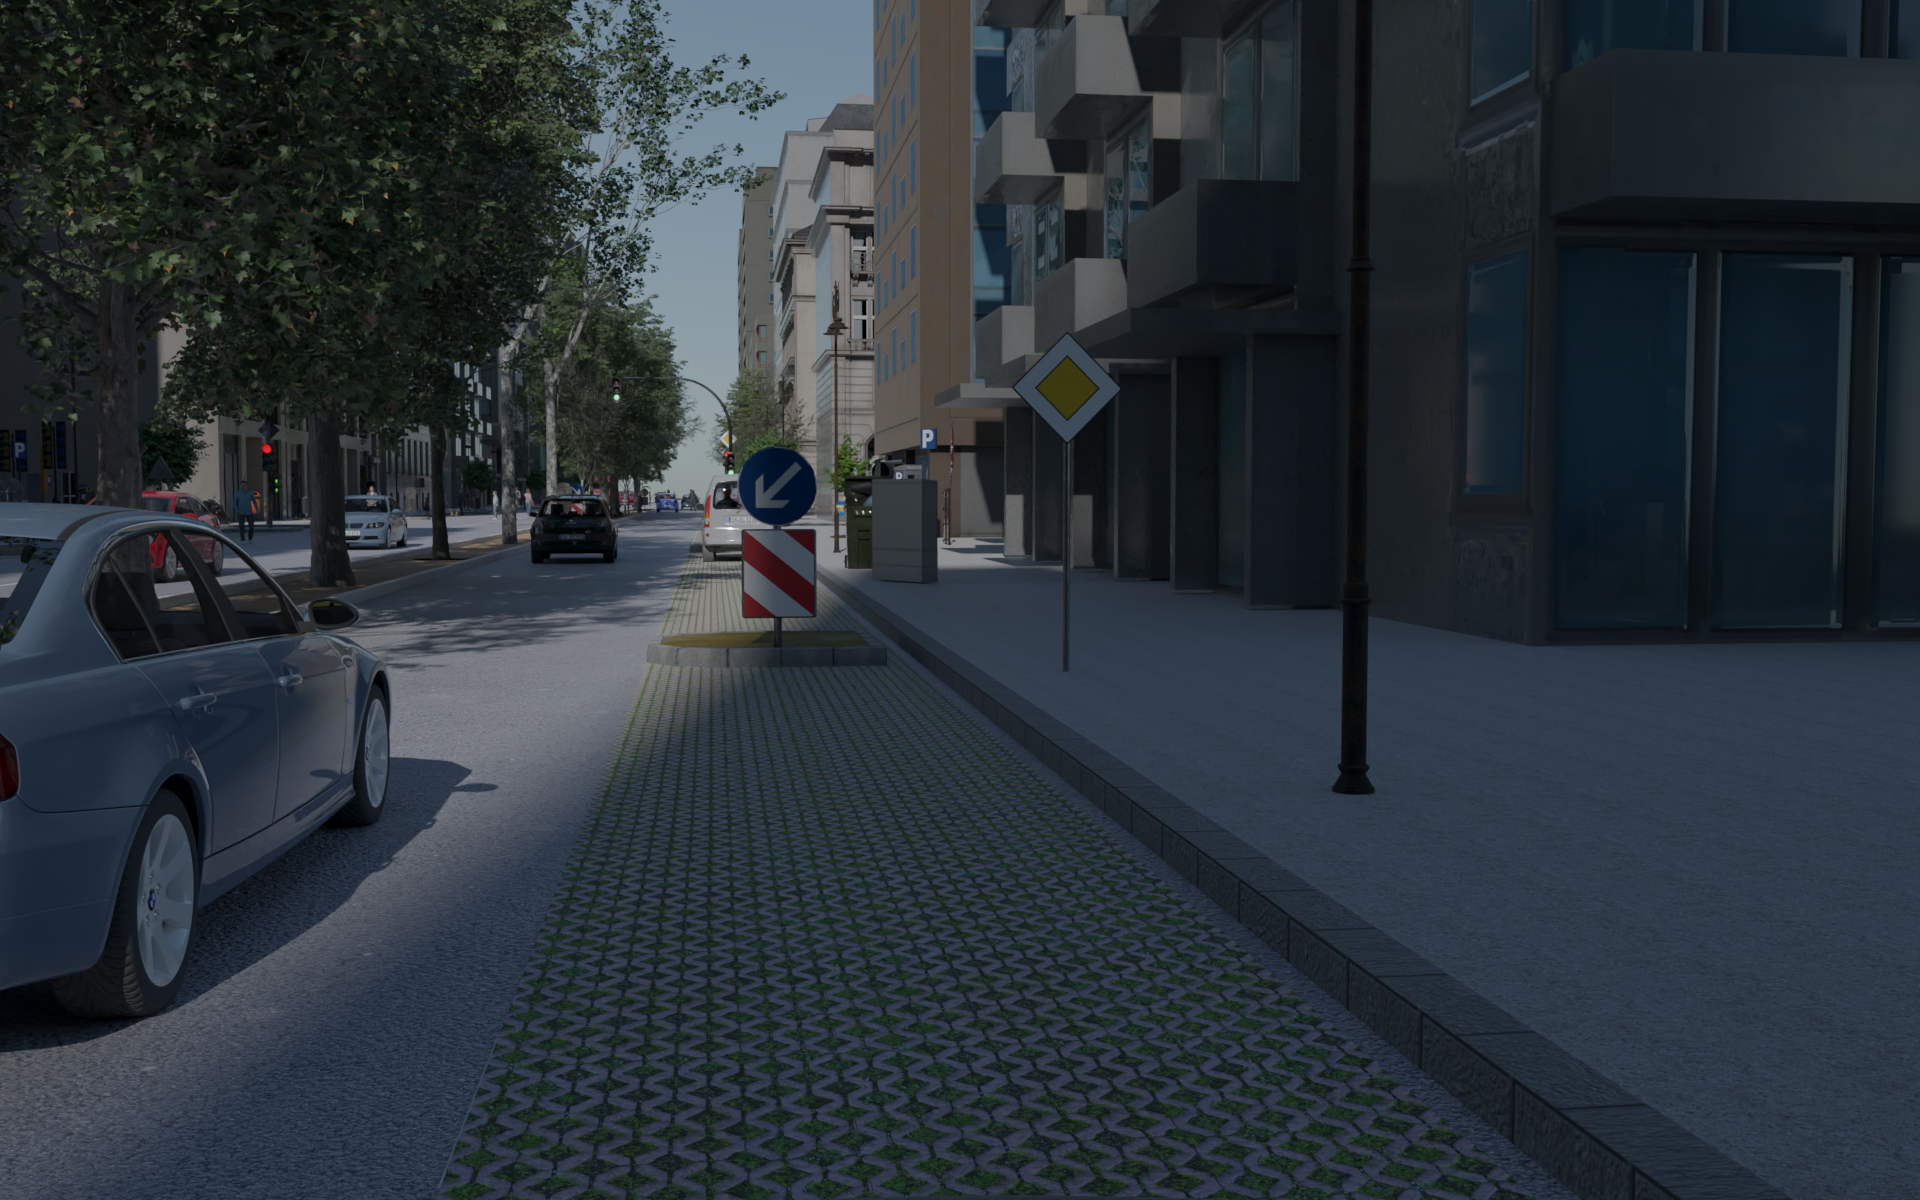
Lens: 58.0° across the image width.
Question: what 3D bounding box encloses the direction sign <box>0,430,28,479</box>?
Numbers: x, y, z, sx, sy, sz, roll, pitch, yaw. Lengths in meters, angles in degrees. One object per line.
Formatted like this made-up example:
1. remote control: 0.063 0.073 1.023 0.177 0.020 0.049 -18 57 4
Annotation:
1. direction sign: -33.302 -4.218 60.964 0.876 3.537 0.379 -1 4 -20

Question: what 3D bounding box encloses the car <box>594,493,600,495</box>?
1. car: -39.410 -10.869 187.293 1.945 1.707 3.694 0 4 -6

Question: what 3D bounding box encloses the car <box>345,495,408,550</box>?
1. car: -15.781 -2.073 45.904 2.014 1.417 4.499 -1 4 -9

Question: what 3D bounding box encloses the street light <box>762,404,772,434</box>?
1. street light: -9.875 -7.098 88.837 0.468 5.910 1.993 -1 4 -8

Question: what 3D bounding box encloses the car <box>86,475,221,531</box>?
1. car: -13.795 -1.227 29.103 2.155 1.783 4.494 -1 4 -8

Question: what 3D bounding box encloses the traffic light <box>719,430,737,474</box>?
1. traffic light: -10.126 -5.306 75.673 0.839 4.253 0.868 -1 4 -8

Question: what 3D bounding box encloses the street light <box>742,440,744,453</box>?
1. street light: -18.540 -10.738 148.351 0.468 5.910 1.993 -1 4 -8

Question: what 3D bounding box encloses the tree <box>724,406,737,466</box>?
1. tree: -16.584 -11.356 136.029 4.360 8.622 3.978 0 3 0

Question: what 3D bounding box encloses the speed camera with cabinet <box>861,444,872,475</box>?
1. speed camera with cabinet: -3.323 -4.549 68.714 0.660 3.252 2.038 -3 4 -37

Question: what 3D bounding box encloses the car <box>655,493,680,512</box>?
1. car: -22.986 -7.739 136.122 1.945 1.707 3.694 0 4 -8

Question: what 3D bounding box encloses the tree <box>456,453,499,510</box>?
1. tree: -38.681 -9.491 138.895 4.285 4.588 4.351 0 3 0

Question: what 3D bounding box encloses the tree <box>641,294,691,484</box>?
1. tree: -19.068 -11.229 92.703 9.857 13.997 8.962 0 3 0

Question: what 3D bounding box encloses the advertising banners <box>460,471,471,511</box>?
1. advertising banners: -37.386 -8.241 130.935 0.090 3.025 2.074 0 4 4

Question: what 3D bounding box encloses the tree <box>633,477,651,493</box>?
1. tree: -23.575 -10.404 122.929 4.360 8.622 3.978 0 3 0

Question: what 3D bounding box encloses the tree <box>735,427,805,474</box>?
1. tree: -9.190 -6.166 84.526 4.285 4.588 4.351 0 3 0

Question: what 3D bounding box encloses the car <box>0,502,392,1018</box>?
1. car: -3.203 0.372 5.928 2.014 1.417 4.499 0 4 -7

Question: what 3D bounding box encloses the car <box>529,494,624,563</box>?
1. car: -8.276 -1.683 37.301 2.009 1.686 4.222 -1 4 -10

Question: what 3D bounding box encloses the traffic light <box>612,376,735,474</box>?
1. traffic light: -11.051 -5.668 67.332 4.771 5.953 1.251 -1 4 -8

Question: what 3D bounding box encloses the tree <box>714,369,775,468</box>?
1. tree: -18.875 -14.606 156.942 7.486 12.596 7.792 0 3 0

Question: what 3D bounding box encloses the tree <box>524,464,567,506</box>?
1. tree: -46.461 -12.709 191.507 4.285 4.588 4.351 0 3 0

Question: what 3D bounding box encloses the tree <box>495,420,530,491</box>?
1. tree: -42.111 -13.110 164.712 4.360 8.622 3.978 0 3 0

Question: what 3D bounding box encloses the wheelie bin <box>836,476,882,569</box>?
1. wheelie bin: -1.633 -1.339 29.798 0.980 1.594 0.693 0 4 -6

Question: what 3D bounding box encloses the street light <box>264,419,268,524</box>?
1. street light: -29.311 -6.139 73.165 0.468 5.910 1.993 -1 4 -8

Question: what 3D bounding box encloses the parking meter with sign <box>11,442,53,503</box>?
1. parking meter with sign: -30.582 -3.748 57.549 1.738 3.016 0.543 1 4 17

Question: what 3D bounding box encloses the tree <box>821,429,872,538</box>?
1. tree: -3.405 -3.435 50.756 1.663 3.219 1.824 0 3 0

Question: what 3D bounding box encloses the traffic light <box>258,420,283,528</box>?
1. traffic light: -26.029 -4.673 65.320 0.839 4.253 0.868 -1 4 -8

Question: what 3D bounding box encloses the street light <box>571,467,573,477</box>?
1. street light: -52.061 -15.869 232.239 0.468 5.910 1.993 -1 4 -8

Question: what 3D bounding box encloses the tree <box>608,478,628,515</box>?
1. tree: -22.956 -10.123 118.331 4.737 8.622 4.395 0 3 0

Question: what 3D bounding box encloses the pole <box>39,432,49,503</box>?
1. pole: -29.959 -3.842 56.660 0.158 3.312 0.155 0 3 0

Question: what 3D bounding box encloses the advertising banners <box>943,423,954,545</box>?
1. advertising banners: -0.294 -2.904 43.676 0.090 3.025 2.074 0 4 -6

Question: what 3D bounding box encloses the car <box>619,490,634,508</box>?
1. car: -35.628 -10.788 185.058 2.281 1.827 5.304 0 4 -6

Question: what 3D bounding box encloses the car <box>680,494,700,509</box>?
1. car: -25.787 -9.385 165.450 2.014 1.417 4.499 -1 4 -9

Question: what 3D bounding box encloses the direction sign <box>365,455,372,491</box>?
1. direction sign: -34.262 -6.630 100.403 0.379 3.537 0.876 0 4 6

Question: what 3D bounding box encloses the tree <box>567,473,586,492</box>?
1. tree: -51.276 -14.643 223.121 4.285 4.588 4.351 0 3 0

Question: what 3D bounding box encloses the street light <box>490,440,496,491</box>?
1. street light: -40.167 -10.792 149.242 0.468 5.910 1.993 -1 4 -8

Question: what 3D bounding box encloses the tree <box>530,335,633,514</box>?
1. tree: -16.994 -7.654 77.962 4.360 8.622 3.978 0 3 0

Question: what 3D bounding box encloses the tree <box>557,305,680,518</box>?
1. tree: -20.391 -11.085 101.823 7.486 12.596 7.792 0 3 0

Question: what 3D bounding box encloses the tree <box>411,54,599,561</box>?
1. tree: -11.309 -6.658 37.078 9.928 11.665 9.643 0 3 0

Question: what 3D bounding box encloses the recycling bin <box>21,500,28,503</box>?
1. recycling bin: -39.062 -3.675 72.646 0.722 1.027 0.722 3 5 43

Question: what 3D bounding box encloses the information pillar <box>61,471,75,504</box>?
1. information pillar: -28.984 -3.173 56.373 0.304 2.012 0.304 1 4 13

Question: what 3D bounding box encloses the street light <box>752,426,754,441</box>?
1. street light: -14.107 -8.909 118.448 0.468 5.910 1.993 -1 4 -8

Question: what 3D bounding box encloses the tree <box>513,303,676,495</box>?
1. tree: -17.988 -8.992 83.891 8.767 10.594 7.601 -1 4 -8

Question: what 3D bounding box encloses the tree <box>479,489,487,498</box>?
1. tree: -39.953 -9.158 144.331 1.663 3.219 1.824 0 3 0

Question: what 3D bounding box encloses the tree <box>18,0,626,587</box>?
1. tree: -9.695 -7.167 26.285 9.857 13.997 8.962 0 3 0

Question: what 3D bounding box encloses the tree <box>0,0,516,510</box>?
1. tree: -8.107 -5.927 16.378 9.611 12.733 9.660 0 3 0

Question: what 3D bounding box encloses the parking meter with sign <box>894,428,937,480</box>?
1. parking meter with sign: -1.392 -3.009 45.452 0.543 3.016 1.738 3 5 43

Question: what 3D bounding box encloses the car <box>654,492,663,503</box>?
1. car: -49.006 -16.848 284.143 2.281 1.827 5.304 -1 4 -9

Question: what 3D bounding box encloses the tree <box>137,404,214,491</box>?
1. tree: -28.878 -4.834 62.755 4.285 4.588 4.351 0 3 0

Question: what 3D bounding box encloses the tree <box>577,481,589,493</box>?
1. tree: -57.890 -16.658 266.960 1.663 3.219 1.824 0 3 0

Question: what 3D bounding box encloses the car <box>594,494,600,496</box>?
1. car: -26.393 -6.979 123.894 2.009 1.686 4.222 0 4 -6

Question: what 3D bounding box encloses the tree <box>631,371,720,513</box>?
1. tree: -24.611 -13.437 132.524 12.009 13.543 11.850 0 3 0

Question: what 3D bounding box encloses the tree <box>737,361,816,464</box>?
1. tree: -9.983 -8.862 95.250 4.360 8.622 3.978 0 3 0

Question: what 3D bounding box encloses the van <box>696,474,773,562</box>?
1. van: -4.749 -1.875 37.675 2.013 2.044 4.112 0 4 -7

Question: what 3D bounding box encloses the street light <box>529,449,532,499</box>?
1. street light: -44.358 -12.611 178.983 0.468 5.910 1.993 -1 4 -8

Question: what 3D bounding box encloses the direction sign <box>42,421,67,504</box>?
1. direction sign: -28.247 -3.797 54.079 0.876 3.537 0.379 1 4 16

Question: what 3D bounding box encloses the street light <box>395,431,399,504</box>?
1. street light: -33.638 -7.984 103.331 0.468 5.910 1.993 -1 4 -8

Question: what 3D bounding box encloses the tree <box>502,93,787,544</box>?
1. tree: -11.554 -11.615 48.246 12.611 20.169 13.585 0 3 0

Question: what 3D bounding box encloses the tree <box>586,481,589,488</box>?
1. tree: -56.468 -16.648 255.908 4.285 4.588 4.351 0 3 0

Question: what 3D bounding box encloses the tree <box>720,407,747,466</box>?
1. tree: -29.848 -19.875 235.326 12.009 13.543 11.850 0 3 0
